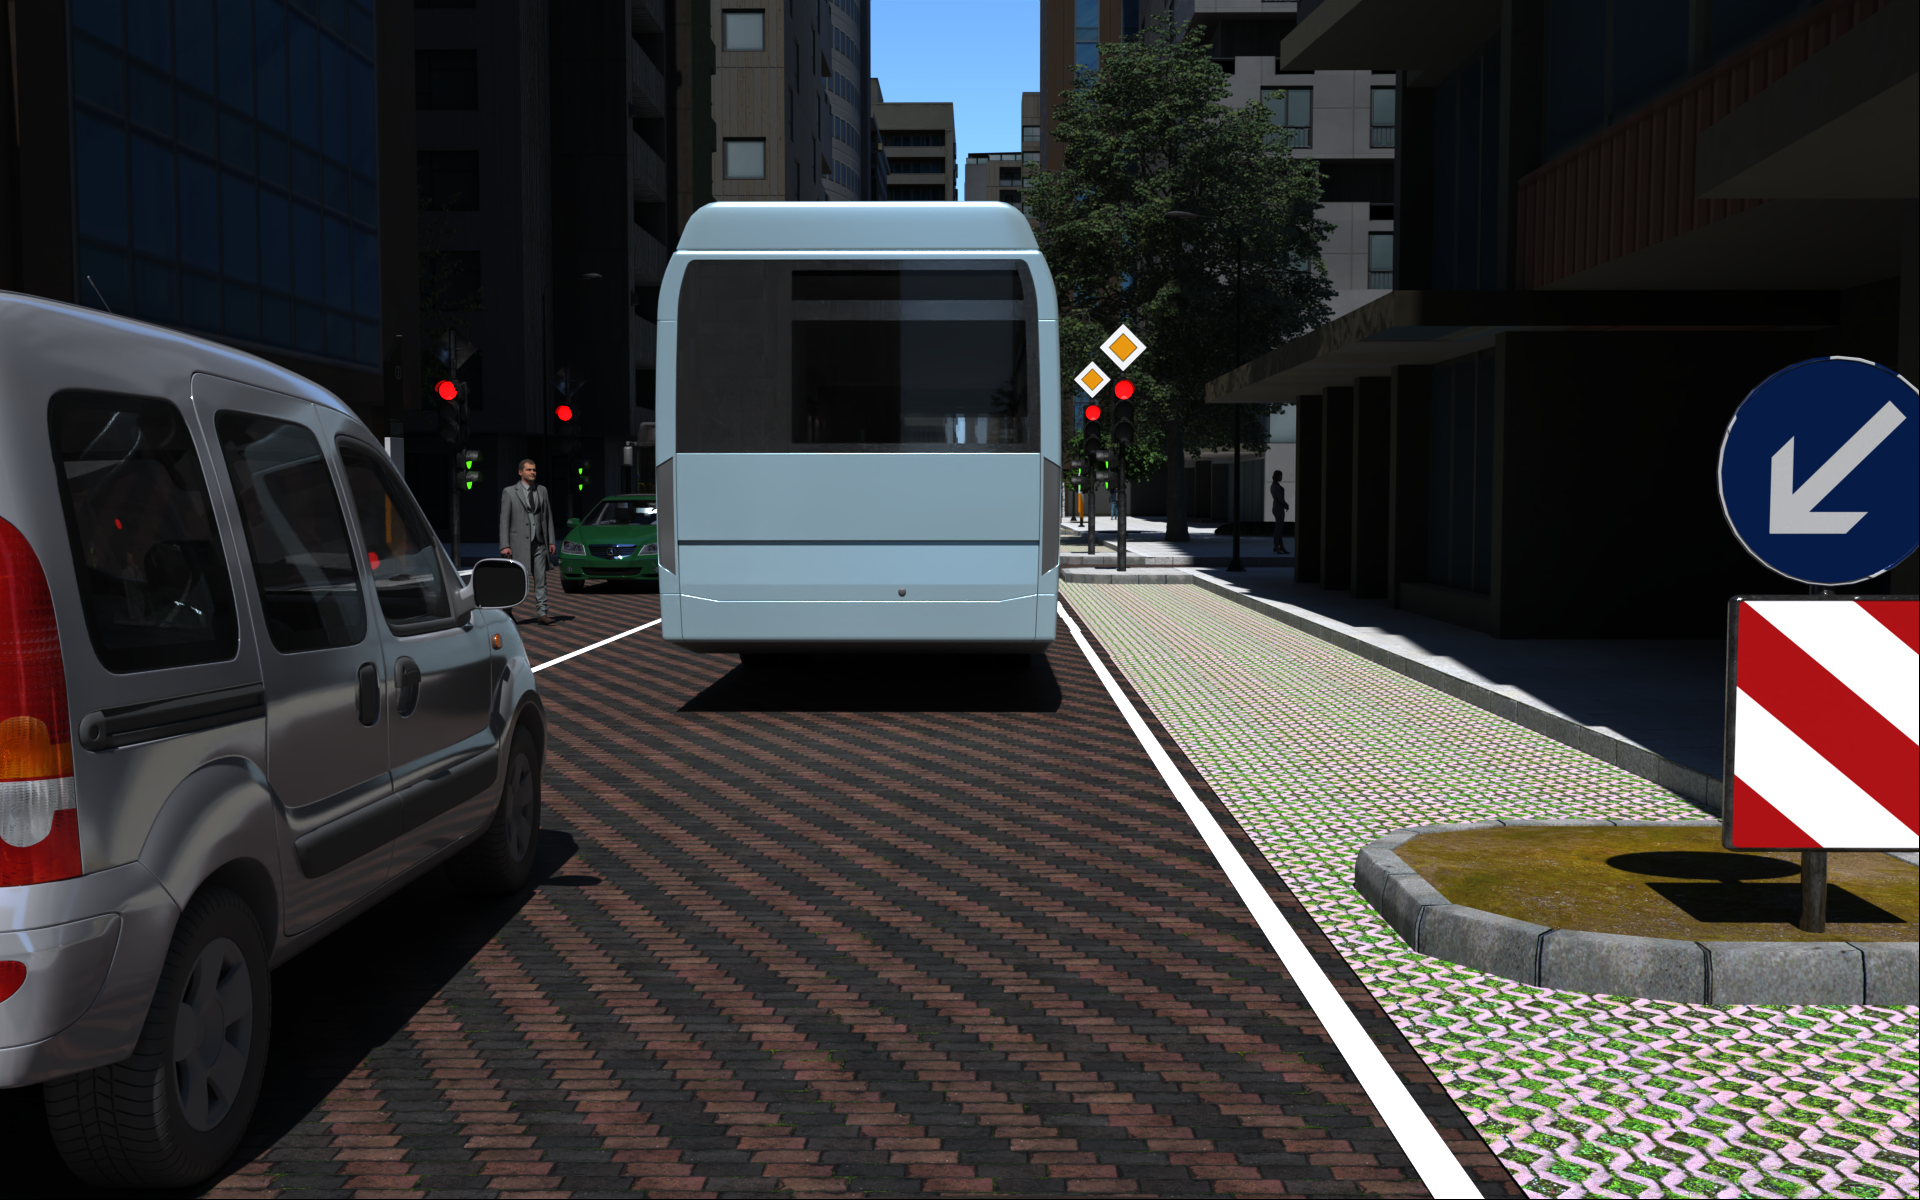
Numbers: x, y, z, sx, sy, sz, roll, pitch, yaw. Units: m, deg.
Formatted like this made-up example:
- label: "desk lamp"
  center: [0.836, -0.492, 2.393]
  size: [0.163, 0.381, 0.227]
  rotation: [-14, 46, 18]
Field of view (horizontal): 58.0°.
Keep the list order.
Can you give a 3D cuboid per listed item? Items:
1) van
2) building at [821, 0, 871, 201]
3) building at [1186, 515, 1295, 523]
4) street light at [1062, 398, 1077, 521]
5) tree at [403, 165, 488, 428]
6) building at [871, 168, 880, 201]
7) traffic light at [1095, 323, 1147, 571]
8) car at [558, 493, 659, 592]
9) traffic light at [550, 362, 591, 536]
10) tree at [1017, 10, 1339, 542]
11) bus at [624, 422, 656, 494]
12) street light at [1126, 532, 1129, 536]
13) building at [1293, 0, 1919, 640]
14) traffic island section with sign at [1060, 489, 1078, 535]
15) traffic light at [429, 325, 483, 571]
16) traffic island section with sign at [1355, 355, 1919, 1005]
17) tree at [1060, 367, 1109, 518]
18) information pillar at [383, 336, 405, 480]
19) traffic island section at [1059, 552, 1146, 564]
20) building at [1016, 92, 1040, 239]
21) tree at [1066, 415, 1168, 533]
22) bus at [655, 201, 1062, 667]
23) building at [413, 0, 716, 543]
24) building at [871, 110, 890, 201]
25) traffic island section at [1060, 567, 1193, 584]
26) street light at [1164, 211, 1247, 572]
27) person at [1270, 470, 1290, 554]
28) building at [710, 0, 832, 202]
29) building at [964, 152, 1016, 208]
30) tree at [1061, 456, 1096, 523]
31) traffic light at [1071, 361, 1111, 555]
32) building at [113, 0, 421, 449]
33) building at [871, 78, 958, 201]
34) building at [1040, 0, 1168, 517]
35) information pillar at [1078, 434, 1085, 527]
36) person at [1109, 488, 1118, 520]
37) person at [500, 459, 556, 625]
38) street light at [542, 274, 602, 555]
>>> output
- label: "van"
  center: [-2.379, 0.127, 4.942]
  size: [2.013, 2.044, 4.112]
  rotation: [0, 4, -1]
- label: "building"
  center: [-17.823, -35.668, 125.178]
  size: [21.231, 58.520, 28.212]
  rotation: [0, 4, 1]
- label: "building"
  center: [22.307, -29.702, 74.869]
  size: [28.713, 52.752, 27.495]
  rotation: [0, 4, 1]
- label: "street light"
  center: [4.886, -6.726, 82.512]
  size: [1.470, 5.913, 1.316]
  rotation: [0, 4, 1]
- label: "tree"
  center: [-12.944, -5.455, 39.545]
  size: [4.737, 8.622, 4.395]
  rotation: [0, 3, 0]
- label: "building"
  center: [-14.194, -22.961, 147.109]
  size: [14.160, 30.474, 14.107]
  rotation: [0, 4, 1]
- label: "traffic light"
  center: [2.667, -2.430, 28.654]
  size: [0.839, 4.253, 0.868]
  rotation: [0, 4, 1]
- label: "car"
  center: [-4.893, -0.924, 26.906]
  size: [2.131, 1.459, 4.920]
  rotation: [0, 4, 1]
- label: "traffic light"
  center: [-8.289, -2.926, 36.766]
  size: [0.839, 4.253, 0.868]
  rotation: [0, 4, 1]
- label: "tree"
  center: [5.911, -8.550, 46.453]
  size: [9.857, 13.997, 8.962]
  rotation: [0, 3, 0]
- label: "bus"
  center: [-5.733, -2.919, 42.588]
  size: [2.948, 3.499, 13.247]
  rotation: [0, 4, -1]
- label: "street light"
  center: [4.465, -4.927, 53.098]
  size: [1.470, 5.913, 1.316]
  rotation: [0, 4, 1]
- label: "building"
  center: [14.348, -21.818, 11.344]
  size: [22.147, 44.769, 28.867]
  rotation: [0, 4, 1]
- label: "traffic island section with sign"
  center: [3.141, -3.225, 61.348]
  size: [1.989, 1.847, 2.006]
  rotation: [0, 4, 1]
- label: "traffic light"
  center: [-8.393, -2.438, 28.782]
  size: [0.839, 4.253, 0.868]
  rotation: [0, 4, 1]
- label: "traffic island section with sign"
  center: [2.413, 0.175, 5.763]
  size: [1.989, 1.847, 2.006]
  rotation: [0, 4, 1]
- label: "tree"
  center: [5.799, -8.723, 92.981]
  size: [4.360, 8.622, 3.978]
  rotation: [0, 3, 0]
- label: "information pillar"
  center: [-8.312, -2.087, 25.485]
  size: [0.183, 3.616, 0.504]
  rotation: [0, 4, 6]
- label: "traffic island section"
  center: [2.811, -0.885, 36.752]
  size: [2.009, 0.180, 2.903]
  rotation: [0, 4, 1]
- label: "building"
  center: [13.297, -30.333, 179.541]
  size: [14.154, 41.232, 14.086]
  rotation: [0, 4, 1]
- label: "tree"
  center: [5.254, -4.503, 57.339]
  size: [4.285, 4.588, 4.351]
  rotation: [0, 3, 0]
- label: "bus"
  center: [-0.579, -1.386, 17.527]
  size: [2.948, 3.499, 13.247]
  rotation: [0, 4, 1]
- label: "building"
  center: [-15.167, -17.046, 50.409]
  size: [14.160, 30.474, 14.107]
  rotation: [0, 4, 1]
- label: "building"
  center: [-19.127, -29.381, 172.266]
  size: [23.993, 40.220, 32.217]
  rotation: [0, 4, 1]
- label: "traffic island section"
  center: [2.707, -0.397, 28.768]
  size: [2.009, 0.180, 2.903]
  rotation: [0, 4, 1]
- label: "street light"
  center: [4.048, -3.430, 28.623]
  size: [1.470, 5.913, 1.316]
  rotation: [0, 4, 1]
- label: "person"
  center: [6.887, -1.875, 36.972]
  size: [0.573, 1.790, 0.520]
  rotation: [-1, 4, -17]
- label: "building"
  center: [-20.730, -30.421, 86.615]
  size: [28.713, 52.752, 27.495]
  rotation: [0, 4, 1]
- label: "building"
  center: [7.500, -31.647, 201.027]
  size: [14.086, 41.232, 14.154]
  rotation: [0, 4, 1]
- label: "tree"
  center: [5.416, -5.069, 77.477]
  size: [1.663, 3.219, 1.824]
  rotation: [0, 3, 0]
- label: "traffic light"
  center: [2.771, -2.919, 36.639]
  size: [0.839, 4.253, 0.868]
  rotation: [0, 4, 1]
- label: "building"
  center: [-16.199, -22.682, 20.960]
  size: [14.200, 45.320, 14.600]
  rotation: [0, 4, 1]
- label: "building"
  center: [-11.154, -35.592, 205.626]
  size: [21.600, 48.544, 21.300]
  rotation: [0, 4, 1]
- label: "building"
  center: [11.925, -27.762, 104.026]
  size: [14.600, 45.320, 14.200]
  rotation: [0, 4, 1]
- label: "information pillar"
  center: [4.718, -4.653, 67.439]
  size: [0.183, 3.616, 0.504]
  rotation: [1, 4, 19]
- label: "person"
  center: [7.695, -4.852, 85.719]
  size: [0.623, 1.781, 0.721]
  rotation: [0, 4, -6]
- label: "person"
  center: [-4.740, -0.634, 18.962]
  size: [0.694, 1.812, 0.767]
  rotation: [-3, 5, -42]
- label: "street light"
  center: [-8.239, -3.921, 36.656]
  size: [1.470, 5.913, 1.316]
  rotation: [0, 4, 1]
